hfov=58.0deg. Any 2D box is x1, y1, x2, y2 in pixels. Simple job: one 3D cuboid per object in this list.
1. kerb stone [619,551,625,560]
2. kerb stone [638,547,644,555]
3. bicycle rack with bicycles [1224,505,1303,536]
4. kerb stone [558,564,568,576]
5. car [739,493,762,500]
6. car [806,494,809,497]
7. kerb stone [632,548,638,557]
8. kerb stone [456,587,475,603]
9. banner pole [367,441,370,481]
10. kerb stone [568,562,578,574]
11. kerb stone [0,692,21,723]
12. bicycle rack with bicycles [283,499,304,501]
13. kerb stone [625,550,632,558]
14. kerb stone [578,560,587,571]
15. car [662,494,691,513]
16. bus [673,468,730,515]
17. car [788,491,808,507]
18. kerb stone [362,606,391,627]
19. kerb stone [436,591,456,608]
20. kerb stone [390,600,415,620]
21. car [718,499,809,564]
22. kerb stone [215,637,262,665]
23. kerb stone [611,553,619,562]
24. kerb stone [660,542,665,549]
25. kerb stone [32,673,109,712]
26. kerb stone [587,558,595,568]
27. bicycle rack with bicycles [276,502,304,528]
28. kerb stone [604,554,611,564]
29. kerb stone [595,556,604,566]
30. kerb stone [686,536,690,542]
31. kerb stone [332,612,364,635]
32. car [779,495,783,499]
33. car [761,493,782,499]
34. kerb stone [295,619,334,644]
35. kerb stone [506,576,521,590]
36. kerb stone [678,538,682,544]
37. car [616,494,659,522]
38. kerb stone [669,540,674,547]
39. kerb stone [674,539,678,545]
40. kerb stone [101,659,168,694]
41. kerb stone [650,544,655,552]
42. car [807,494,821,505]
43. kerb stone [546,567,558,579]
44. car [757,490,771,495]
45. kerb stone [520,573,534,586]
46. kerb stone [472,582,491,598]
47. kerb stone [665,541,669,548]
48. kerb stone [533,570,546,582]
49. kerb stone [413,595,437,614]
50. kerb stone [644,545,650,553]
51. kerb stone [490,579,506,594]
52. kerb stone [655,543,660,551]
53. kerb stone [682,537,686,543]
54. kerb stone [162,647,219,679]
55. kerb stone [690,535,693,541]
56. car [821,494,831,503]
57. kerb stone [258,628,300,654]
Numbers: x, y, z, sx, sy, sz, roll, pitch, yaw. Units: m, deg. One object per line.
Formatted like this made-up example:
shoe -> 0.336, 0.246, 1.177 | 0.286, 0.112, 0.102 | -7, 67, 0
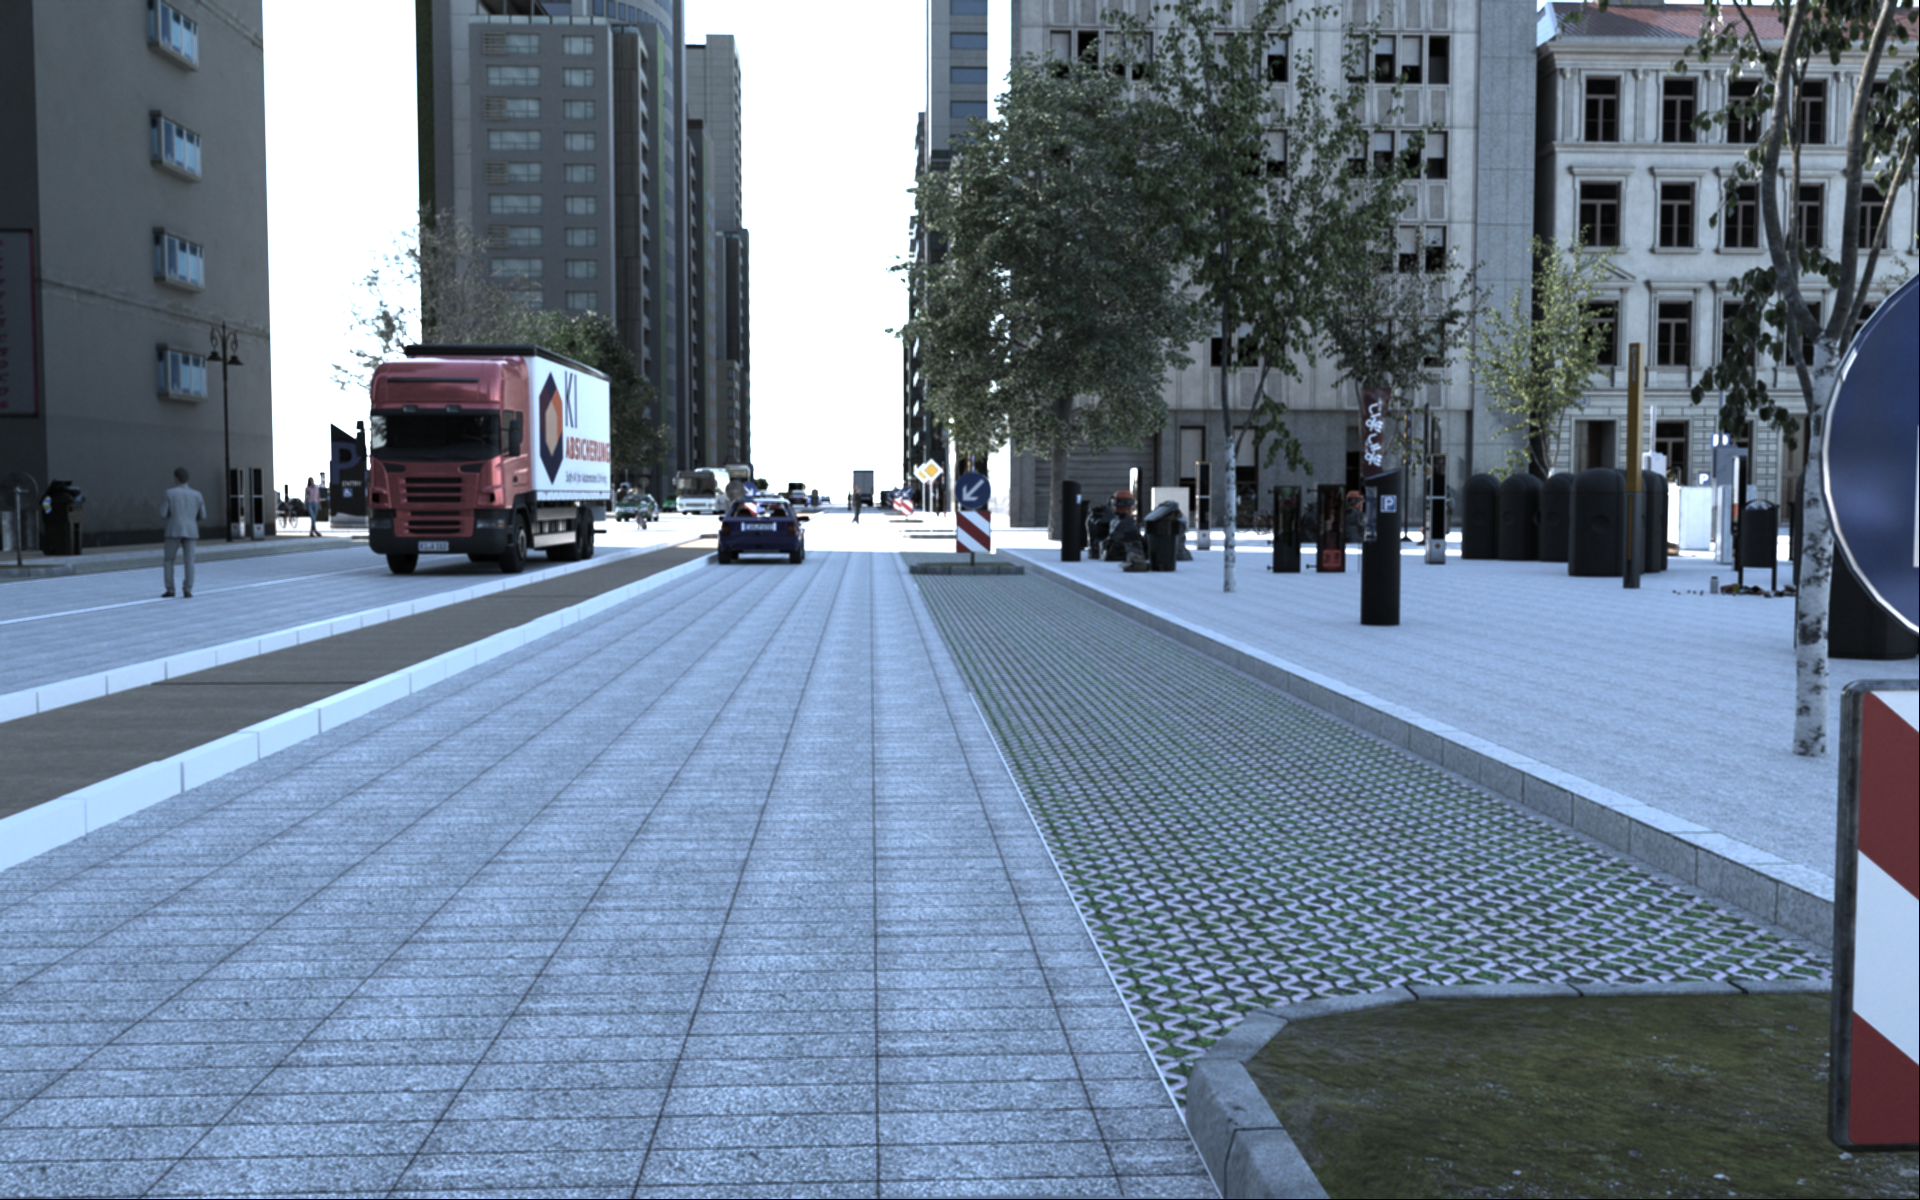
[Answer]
kerb stone -> -7.407, -0.923, 37.365 | 0.120, 0.150, 1.000 | 0, 4, -3
kerb stone -> -7.564, -1.111, 40.449 | 0.120, 0.150, 1.000 | 0, 4, -3
bicycle rack with bicycles -> 9.815, -2.528, 54.713 | 2.925, 0.926, 2.852 | -2, 4, -26
kerb stone -> -7.031, -0.489, 30.197 | 0.120, 0.150, 1.000 | 0, 4, -3
car -> -14.468, -6.763, 120.168 | 1.945, 1.707, 3.694 | 0, 4, -2
car -> -26.285, -17.213, 293.440 | 2.014, 1.417, 4.499 | 0, 4, -2
kerb stone -> -7.505, -1.053, 39.423 | 0.120, 0.150, 1.000 | 0, 4, -3
kerb stone -> -6.663, -0.043, 23.022 | 0.120, 0.150, 1.000 | 0, 4, -3
banner pole -> -28.149, -5.636, 82.166 | 0.863, 3.779, 0.401 | 1, 4, 13
kerb stone -> -7.081, -0.552, 31.227 | 0.120, 0.150, 1.000 | 0, 4, -3
kerb stone -> -6.023, 0.701, 10.732 | 0.120, 0.150, 1.000 | 0, 4, -3
bicycle rack with bicycles -> -41.921, -5.695, 106.502 | 2.925, 0.926, 2.852 | -2, 4, -31
kerb stone -> -7.457, -0.982, 38.400 | 0.120, 0.150, 1.000 | 0, 4, -3
kerb stone -> -7.138, -0.615, 32.252 | 0.120, 0.150, 1.000 | 0, 4, -3
car -> -21.888, -7.657, 133.989 | 1.959, 1.807, 4.718 | 0, 4, -1
bus -> -17.951, -7.735, 121.333 | 2.948, 3.499, 13.247 | 0, 4, -3
car -> -18.364, -11.513, 196.910 | 2.281, 1.827, 5.304 | 0, 4, -5
kerb stone -> -6.449, 0.200, 18.927 | 0.120, 0.150, 1.000 | 0, 4, -3
kerb stone -> -6.611, 0.012, 22.001 | 0.120, 0.150, 1.000 | 0, 4, -3
kerb stone -> -6.501, 0.137, 19.955 | 0.120, 0.150, 1.000 | 0, 4, -3
car -> -4.192, -1.486, 36.880 | 1.945, 1.354, 3.894 | 0, 4, -4
kerb stone -> -6.235, 0.455, 14.824 | 0.120, 0.150, 1.000 | 0, 4, -3
kerb stone -> -7.351, -0.864, 36.344 | 0.120, 0.150, 1.000 | 0, 4, -3
kerb stone -> -7.770, -1.366, 44.563 | 0.120, 0.150, 1.000 | 0, 4, -3
kerb stone -> -6.077, 0.639, 11.754 | 0.120, 0.150, 1.000 | 0, 4, -3
kerb stone -> -7.194, -0.674, 33.273 | 0.120, 0.150, 1.000 | 0, 4, -3
bicycle rack with bicycles -> -26.390, -3.148, 64.850 | 2.852, 0.926, 2.925 | -3, 4, -38
kerb stone -> -7.295, -0.803, 35.320 | 0.120, 0.150, 1.000 | 0, 4, -3
kerb stone -> -7.245, -0.734, 34.299 | 0.120, 0.150, 1.000 | 0, 4, -3
kerb stone -> -8.106, -1.738, 50.711 | 0.120, 0.150, 1.000 | 0, 4, -3
kerb stone -> -6.393, 0.263, 17.893 | 0.120, 0.150, 1.000 | 0, 4, -3
car -> -29.270, -16.176, 276.843 | 2.083, 1.381, 4.827 | 0, 4, -2
car -> -14.810, -7.657, 134.240 | 2.155, 1.783, 4.494 | 0, 4, -2
kerb stone -> -6.341, 0.326, 16.870 | 0.120, 0.150, 1.000 | 0, 4, -3
kerb stone -> -6.817, -0.238, 26.090 | 0.120, 0.150, 1.000 | 0, 4, -3
kerb stone -> -7.993, -1.618, 48.656 | 0.120, 0.150, 1.000 | 0, 4, -3
car -> -16.998, -4.865, 91.335 | 2.131, 1.459, 4.920 | 0, 4, -3
kerb stone -> -7.883, -1.492, 46.610 | 0.120, 0.150, 1.000 | 0, 4, -3
kerb stone -> -7.946, -1.556, 47.635 | 0.120, 0.150, 1.000 | 0, 4, -3
kerb stone -> -6.128, 0.576, 12.775 | 0.120, 0.150, 1.000 | 0, 4, -3
kerb stone -> -7.671, -1.242, 42.509 | 0.120, 0.150, 1.000 | 0, 4, -3
car -> -18.975, -13.181, 225.097 | 1.945, 1.707, 3.694 | 0, 4, -2
kerb stone -> -6.970, -0.427, 29.172 | 0.120, 0.150, 1.000 | 0, 4, -3
car -> -20.219, -10.384, 178.451 | 2.281, 1.827, 5.304 | 0, 4, -4
kerb stone -> -6.874, -0.297, 27.111 | 0.120, 0.150, 1.000 | 0, 4, -3
kerb stone -> -6.714, -0.113, 24.046 | 0.120, 0.150, 1.000 | 0, 4, -3
kerb stone -> -7.831, -1.430, 45.583 | 0.120, 0.150, 1.000 | 0, 4, -3
kerb stone -> -6.924, -0.360, 28.144 | 0.120, 0.150, 1.000 | 0, 4, -3
kerb stone -> -6.549, 0.075, 20.976 | 0.120, 0.150, 1.000 | 0, 4, -3
kerb stone -> -7.618, -1.180, 41.488 | 0.120, 0.150, 1.000 | 0, 4, -3
kerb stone -> -6.773, -0.176, 25.066 | 0.120, 0.150, 1.000 | 0, 4, -3
kerb stone -> -7.728, -1.305, 43.530 | 0.120, 0.150, 1.000 | 0, 4, -3
kerb stone -> -8.042, -1.675, 49.682 | 0.120, 0.150, 1.000 | 0, 4, -3
kerb stone -> -6.179, 0.513, 13.802 | 0.120, 0.150, 1.000 | 0, 4, -3
kerb stone -> -8.155, -1.805, 51.740 | 0.120, 0.150, 1.000 | 0, 4, -3
car -> -21.022, -15.819, 270.646 | 2.014, 1.417, 4.499 | 0, 4, -3
kerb stone -> -6.289, 0.392, 15.848 | 0.120, 0.150, 1.000 | 0, 4, -3
